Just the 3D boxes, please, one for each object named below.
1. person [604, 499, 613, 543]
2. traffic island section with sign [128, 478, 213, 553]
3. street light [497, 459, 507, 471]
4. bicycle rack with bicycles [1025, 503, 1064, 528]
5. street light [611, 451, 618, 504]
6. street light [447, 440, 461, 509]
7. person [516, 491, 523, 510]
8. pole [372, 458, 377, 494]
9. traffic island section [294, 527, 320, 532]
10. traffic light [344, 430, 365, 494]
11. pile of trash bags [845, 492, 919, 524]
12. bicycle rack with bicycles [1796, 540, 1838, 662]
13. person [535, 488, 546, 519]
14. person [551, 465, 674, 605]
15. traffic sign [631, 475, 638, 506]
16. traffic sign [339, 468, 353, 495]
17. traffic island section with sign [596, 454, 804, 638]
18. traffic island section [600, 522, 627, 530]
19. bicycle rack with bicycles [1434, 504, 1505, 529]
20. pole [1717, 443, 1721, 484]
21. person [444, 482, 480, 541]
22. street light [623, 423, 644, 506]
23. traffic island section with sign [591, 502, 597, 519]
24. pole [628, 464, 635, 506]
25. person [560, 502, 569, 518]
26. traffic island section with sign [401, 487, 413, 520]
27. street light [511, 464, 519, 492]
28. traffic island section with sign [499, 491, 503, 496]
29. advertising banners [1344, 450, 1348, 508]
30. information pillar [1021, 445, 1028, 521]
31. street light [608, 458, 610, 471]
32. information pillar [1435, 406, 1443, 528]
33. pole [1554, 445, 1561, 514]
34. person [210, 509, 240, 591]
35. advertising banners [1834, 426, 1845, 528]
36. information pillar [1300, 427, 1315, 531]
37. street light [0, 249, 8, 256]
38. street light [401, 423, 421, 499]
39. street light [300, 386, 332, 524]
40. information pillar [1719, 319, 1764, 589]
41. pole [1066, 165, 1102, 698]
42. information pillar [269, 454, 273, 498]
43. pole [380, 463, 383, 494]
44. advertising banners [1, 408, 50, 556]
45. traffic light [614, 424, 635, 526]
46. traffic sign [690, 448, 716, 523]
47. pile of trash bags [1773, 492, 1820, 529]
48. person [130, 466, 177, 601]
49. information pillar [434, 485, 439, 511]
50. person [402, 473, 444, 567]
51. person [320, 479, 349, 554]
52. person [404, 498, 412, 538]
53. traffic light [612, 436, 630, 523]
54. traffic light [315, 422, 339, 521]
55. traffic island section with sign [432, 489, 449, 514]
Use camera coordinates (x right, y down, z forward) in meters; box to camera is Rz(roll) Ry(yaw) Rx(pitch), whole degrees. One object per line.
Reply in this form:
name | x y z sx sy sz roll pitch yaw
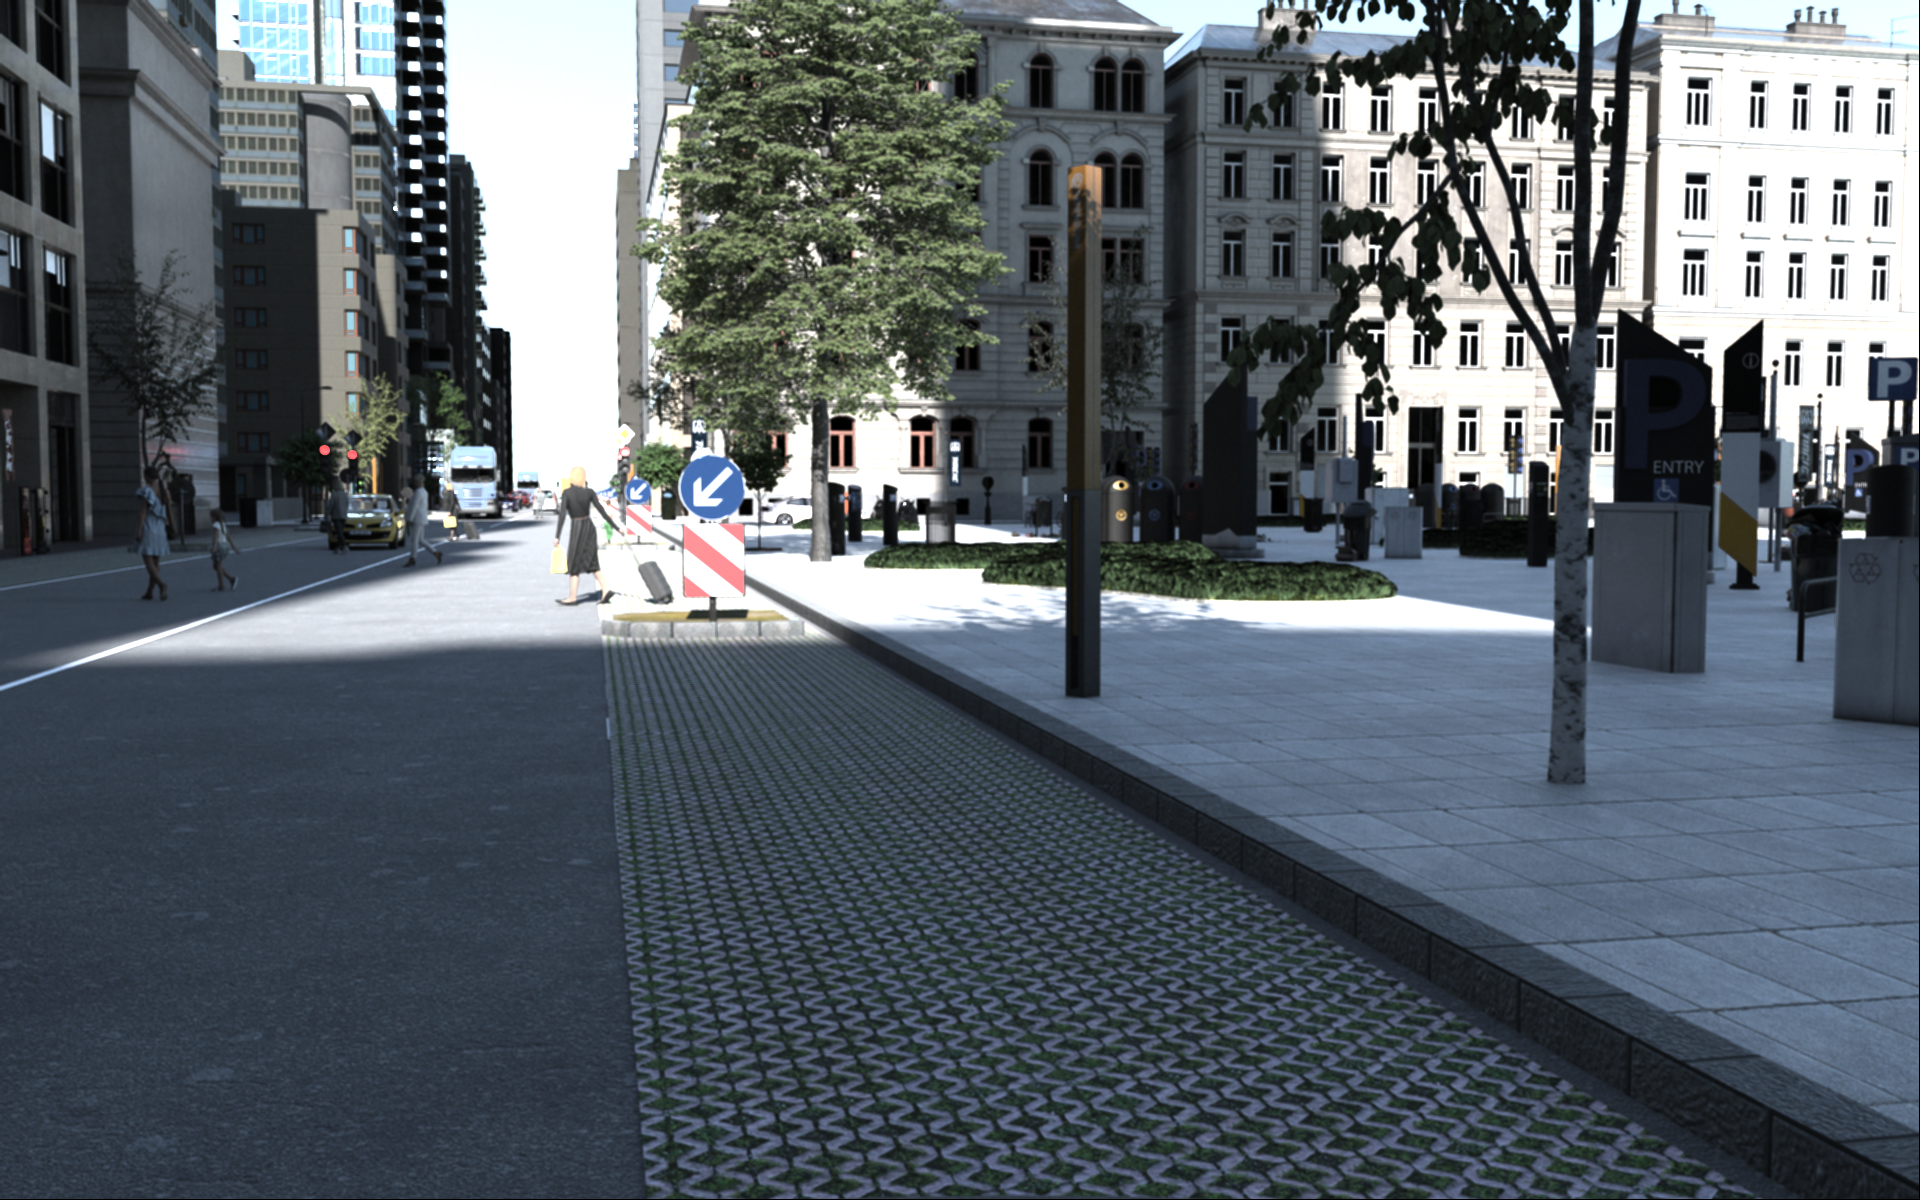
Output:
person | -9.449 -2.064 46.487 0.306 1.304 0.590 1 4 9
traffic island section with sign | -19.488 -2.118 43.255 1.989 1.847 2.006 -1 4 -12
street light | -61.115 -15.813 231.089 1.470 5.913 1.316 -1 4 -12
bicycle rack with bicycles | 3.526 -3.270 66.854 2.852 0.926 2.925 2 4 28
street light | -29.472 -10.931 151.269 1.470 5.913 1.316 -1 4 -12
street light | -43.669 -10.827 149.561 1.470 5.913 1.316 -1 4 -12
person | -40.650 -9.211 159.814 0.721 1.736 1.217 1 4 20
pole | -32.775 -6.311 97.021 0.158 3.312 0.155 0 3 0
traffic island section | -24.638 -2.760 67.414 2.009 0.180 2.903 -1 4 -12
traffic light | -26.265 -5.271 75.097 0.839 4.253 0.868 -1 4 -12
pile of trash bags | -3.318 -3.671 69.768 3.447 1.369 1.912 0 4 4
bicycle rack with bicycles | 7.885 -0.001 13.405 2.852 0.926 2.925 3 5 41
person | -24.395 -5.627 100.603 0.635 1.810 0.391 -1 4 -13
person | -4.504 -0.831 22.304 1.509 1.804 0.699 0 4 3
traffic sign | -21.742 -7.120 116.510 0.768 2.556 0.104 -1 4 -11
traffic sign | -30.217 -5.220 85.453 0.768 2.556 0.104 0 4 -8
traffic island section with sign | -2.736 -0.577 18.063 1.989 1.847 2.006 -1 4 -12
traffic island section | -15.116 -3.384 77.601 2.009 0.180 2.903 -1 4 -12
bicycle rack with bicycles | 17.831 -2.927 61.239 2.852 0.926 2.925 3 5 41
pole | 30.021 -4.561 68.415 0.158 3.312 0.155 0 3 0
person | -15.424 -2.739 53.507 0.699 1.804 1.509 2 4 29
street light | -21.253 -8.588 112.947 1.470 5.913 1.316 -1 4 -12
traffic island section with sign | -8.371 -2.189 44.425 1.989 1.847 2.006 -1 4 -12
pole | -22.095 -7.529 116.949 0.158 3.312 0.155 0 3 0
person | -23.663 -5.794 103.900 0.731 1.740 0.598 -3 4 -36
traffic island section with sign | -31.108 -5.443 97.622 1.989 1.847 2.006 -1 4 -12
street light | -69.420 -18.191 269.970 1.470 5.913 1.316 -1 4 -12
traffic island section with sign | -52.867 -11.671 199.443 1.989 1.847 2.006 -1 4 -12
advertising banners | 15.201 -4.402 68.158 0.090 3.025 2.074 1 4 15
information pillar | 3.080 -5.554 82.162 0.183 3.616 0.504 1 4 22
street light | -37.092 -13.143 187.433 1.470 5.913 1.316 -1 4 -12
information pillar | 12.861 -3.374 46.519 0.183 3.616 0.504 0 4 4
pole | 24.921 -4.794 72.219 0.158 3.312 0.155 0 3 0
person | -10.888 -0.737 25.563 0.382 1.210 0.505 0 4 -5
advertising banners | 22.168 -2.905 43.691 0.090 3.025 2.074 1 4 22
information pillar | 12.099 -4.216 60.292 0.504 3.616 0.183 0 4 7
street light | -18.724 -3.689 32.854 1.470 5.913 1.316 -1 4 -12
street light | -36.027 -8.629 113.628 1.470 5.913 1.316 -1 4 -12
street light | -27.776 -6.252 74.759 1.470 5.913 1.316 -1 4 -12
information pillar | 10.520 -1.955 23.311 0.504 3.616 0.183 1 4 10
pole | 0.780 -1.043 10.900 0.158 3.312 0.155 0 3 0
information pillar | -40.379 -6.754 101.789 0.504 3.616 0.183 2 4 24
pole | -37.682 -7.278 112.833 0.158 3.312 0.155 0 3 0
advertising banners | -19.509 -2.444 36.145 0.090 3.025 2.074 0 4 -6
traffic light | -13.488 -4.939 69.669 0.839 4.253 0.868 -1 4 -12
traffic sign | -7.072 -2.927 47.956 0.768 2.556 0.104 0 4 -4
pile of trash bags | 30.564 -3.256 62.984 1.912 1.369 3.447 3 5 41
person | -10.821 -0.901 23.331 0.778 1.811 0.616 3 5 40
information pillar | -40.453 -7.910 133.813 0.304 2.012 0.304 -3 5 -42
person | -10.632 -1.583 34.256 0.818 1.842 0.514 -1 4 -23
person | -14.883 -1.997 41.339 0.728 1.800 0.709 2 4 33
person | -17.836 -2.654 56.146 0.306 1.304 0.590 -2 4 -29
traffic light | -15.157 -5.416 77.478 0.839 4.253 0.868 -1 4 -12
traffic light | -24.596 -4.793 67.288 0.839 4.253 0.868 -1 4 -12
traffic island section with sign | -36.745 -7.055 123.984 1.989 1.847 2.006 -1 4 -12
